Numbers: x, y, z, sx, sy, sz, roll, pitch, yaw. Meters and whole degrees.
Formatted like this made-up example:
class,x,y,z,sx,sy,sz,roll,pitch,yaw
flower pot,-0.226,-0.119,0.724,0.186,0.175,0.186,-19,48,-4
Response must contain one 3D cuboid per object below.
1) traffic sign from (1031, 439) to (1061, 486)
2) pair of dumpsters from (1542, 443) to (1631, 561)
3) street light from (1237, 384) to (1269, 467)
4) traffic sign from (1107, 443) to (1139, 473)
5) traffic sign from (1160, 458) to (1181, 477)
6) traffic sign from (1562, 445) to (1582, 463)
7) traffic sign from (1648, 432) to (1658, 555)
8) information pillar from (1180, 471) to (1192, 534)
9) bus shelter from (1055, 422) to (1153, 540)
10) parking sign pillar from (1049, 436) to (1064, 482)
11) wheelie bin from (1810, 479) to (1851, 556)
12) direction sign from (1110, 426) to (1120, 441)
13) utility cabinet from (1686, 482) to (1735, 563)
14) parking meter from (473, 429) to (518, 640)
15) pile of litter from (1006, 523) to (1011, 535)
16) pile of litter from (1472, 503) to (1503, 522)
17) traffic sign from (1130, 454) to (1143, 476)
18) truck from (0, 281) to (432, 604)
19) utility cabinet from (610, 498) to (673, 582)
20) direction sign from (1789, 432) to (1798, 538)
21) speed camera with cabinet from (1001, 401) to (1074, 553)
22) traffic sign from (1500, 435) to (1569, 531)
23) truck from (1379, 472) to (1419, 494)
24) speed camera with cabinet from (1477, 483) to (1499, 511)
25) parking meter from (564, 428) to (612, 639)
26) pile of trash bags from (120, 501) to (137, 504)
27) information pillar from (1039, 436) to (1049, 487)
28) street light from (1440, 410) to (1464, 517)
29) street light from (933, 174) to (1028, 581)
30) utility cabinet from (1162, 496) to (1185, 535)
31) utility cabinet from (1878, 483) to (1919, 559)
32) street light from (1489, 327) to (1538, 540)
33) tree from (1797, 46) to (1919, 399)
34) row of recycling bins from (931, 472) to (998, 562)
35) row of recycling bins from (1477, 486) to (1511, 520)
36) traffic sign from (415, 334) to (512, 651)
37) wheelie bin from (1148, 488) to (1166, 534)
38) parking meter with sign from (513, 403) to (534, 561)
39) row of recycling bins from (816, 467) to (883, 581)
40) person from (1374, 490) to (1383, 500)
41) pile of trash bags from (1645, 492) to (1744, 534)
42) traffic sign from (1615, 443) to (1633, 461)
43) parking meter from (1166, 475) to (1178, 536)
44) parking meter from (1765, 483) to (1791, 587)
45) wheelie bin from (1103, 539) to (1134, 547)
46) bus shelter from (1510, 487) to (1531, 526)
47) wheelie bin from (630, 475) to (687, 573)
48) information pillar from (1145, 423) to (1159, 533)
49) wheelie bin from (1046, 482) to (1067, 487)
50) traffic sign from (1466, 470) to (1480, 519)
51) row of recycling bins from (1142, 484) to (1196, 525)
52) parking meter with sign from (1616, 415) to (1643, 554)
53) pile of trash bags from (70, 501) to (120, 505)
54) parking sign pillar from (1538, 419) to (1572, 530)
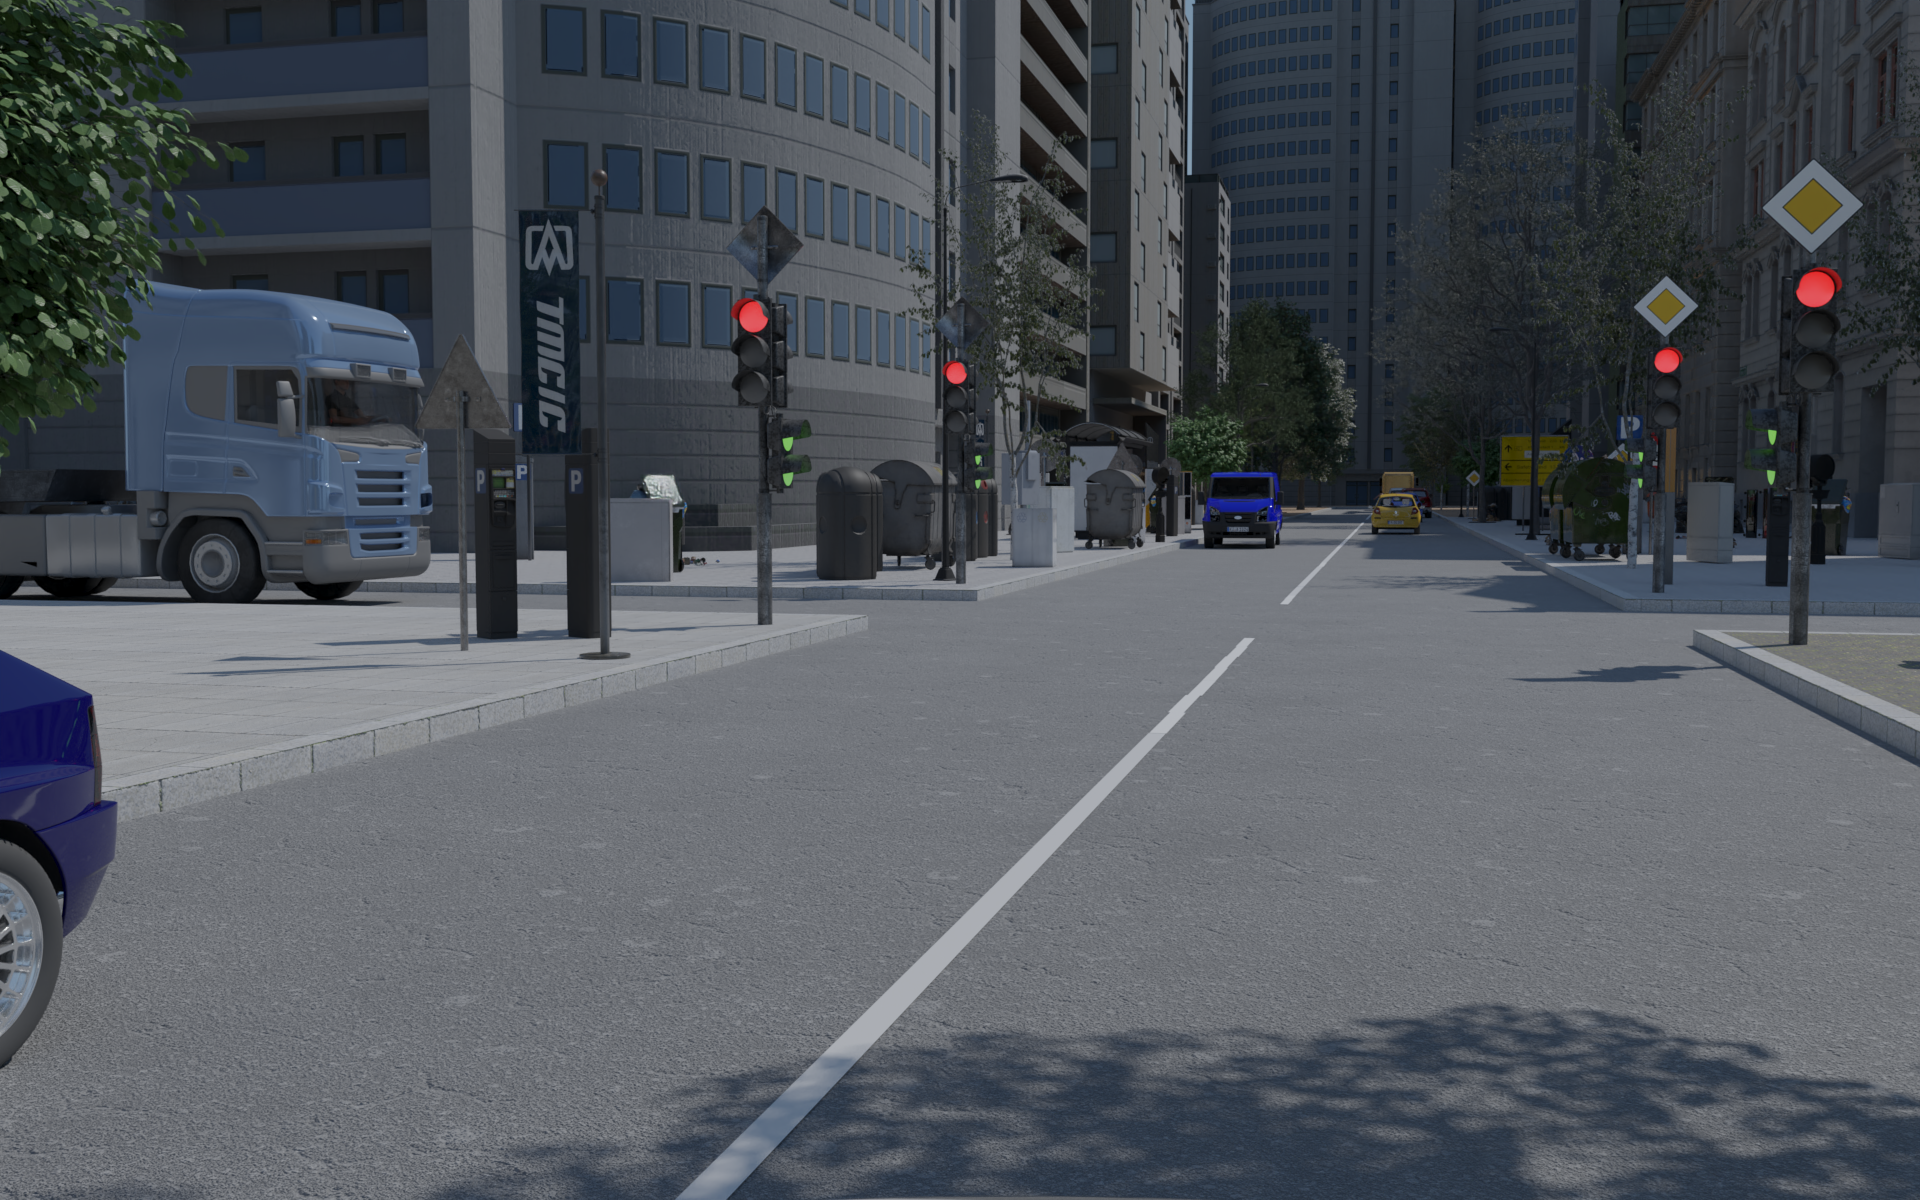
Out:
class,x,y,z,sx,sy,sz,roll,pitch,yaw
traffic sign,1.932,-2.433,39.889,0.768,2.556,0.104,1,4,16
pair of dumpsters,12.703,-1.978,34.840,1.574,2.255,4.437,1,4,14
street light,12.278,-6.150,73.097,1.470,5.913,1.316,1,4,14
traffic sign,4.087,-2.680,43.829,0.884,2.594,0.081,1,4,20
traffic sign,7.328,-3.689,60.426,0.768,2.556,0.104,1,4,21
traffic sign,15.973,-2.736,44.841,0.768,2.556,0.104,1,4,19
traffic sign,14.607,-2.238,36.588,0.884,2.594,0.081,1,4,14
information pillar,7.327,-3.166,56.263,0.304,2.012,0.304,-1,4,-16
bus shelter,4.330,-3.504,51.210,2.014,3.302,5.546,1,4,14
parking sign pillar,4.137,-5.564,79.443,1.447,3.967,1.447,3,5,43
wheelie bin,18.228,-1.739,36.346,0.980,1.594,0.693,3,5,45
direction sign,5.165,-4.020,57.726,0.379,3.537,0.876,-1,4,-16
utility cabinet,14.040,-1.451,32.397,0.318,1.500,1.173,0,4,-4
parking meter,-4.127,-0.592,15.398,0.255,1.863,0.399,-3,4,-39
pile of litter,2.219,-2.474,54.422,1.719,0.858,1.176,-1,4,-13
pile of litter,24.817,-4.127,81.447,1.176,0.858,1.719,-1,4,-8
traffic sign,5.485,-3.399,55.688,0.768,2.556,0.104,1,4,20
truck,-15.638,-2.110,24.261,18.799,4.110,2.967,1,4,16
utility cabinet,-4.744,-0.872,25.418,1.020,1.237,0.306,0,4,-1
direction sign,24.255,-3.556,50.141,0.379,3.537,0.876,1,4,15
speed camera with cabinet,1.695,-2.635,37.413,0.660,3.252,2.038,3,4,37
traffic sign,19.858,-4.041,59.939,2.265,3.308,0.079,1,4,14
truck,38.624,-9.584,152.625,3.469,3.379,9.791,1,4,15
speed camera with cabinet,29.033,-6.095,93.996,2.038,3.252,0.660,-2,4,-29
parking meter,-3.331,-0.599,15.502,0.399,1.863,0.255,3,5,44
pile of trash bags,-40.835,-4.811,88.404,3.447,1.369,1.912,2,4,29
information pillar,3.339,-4.725,68.602,0.504,3.616,0.183,3,5,40
street light,27.095,-7.514,95.391,1.470,5.913,1.316,1,4,14
street light,0.307,-3.233,25.397,1.470,5.913,1.316,1,4,14
utility cabinet,6.727,-2.673,54.865,0.306,1.237,1.020,3,5,40
utility cabinet,18.654,-1.568,34.313,0.318,1.500,1.173,0,4,0
street light,15.416,-4.632,48.268,1.470,5.913,1.316,1,4,14
tree,15.726,-4.712,27.400,4.360,8.622,3.978,0,3,0
row of recycling bins,0.071,-1.674,34.486,1.069,1.692,3.534,1,4,10
row of recycling bins,26.583,-4.765,85.023,3.534,1.692,1.069,-3,5,-44
traffic sign,-4.060,-0.863,14.116,0.884,2.594,0.081,1,4,16
wheelie bin,6.537,-2.967,56.410,0.693,1.594,0.980,1,4,22
parking meter with sign,-8.636,-2.310,34.033,0.543,3.016,1.738,-2,4,-25
row of recycling bins,-1.749,-1.240,27.386,1.069,1.692,3.534,0,4,0
person,34.940,-8.240,143.938,1.217,1.736,0.721,-1,4,-18
pile of trash bags,24.225,-2.914,57.391,1.912,1.369,3.447,-2,4,-31
traffic sign,14.906,-2.314,39.019,0.795,2.450,0.064,1,4,17
parking meter,6.437,-2.864,52.533,0.255,1.863,0.399,2,4,30
parking meter,11.364,-1.122,24.053,0.255,1.863,0.399,1,4,19
wheelie bin,3.822,-2.110,42.412,0.980,1.594,0.693,-2,4,-25
bus shelter,22.563,-4.521,67.847,2.014,3.302,5.546,1,4,14
wheelie bin,-4.960,-1.245,28.270,0.980,1.594,0.693,-3,5,-42
information pillar,6.335,-4.035,57.323,0.504,3.616,0.183,-2,4,-27
wheelie bin,2.528,-2.312,45.710,0.980,1.594,0.693,0,4,-7
traffic sign,24.619,-5.002,82.975,0.795,2.450,0.064,1,4,18
row of recycling bins,8.007,-3.961,71.878,3.534,1.692,1.069,1,4,12
parking meter with sign,14.576,-2.530,37.623,0.543,3.016,1.738,1,4,17
pile of trash bags,-40.953,-4.301,80.079,3.447,1.369,1.912,2,4,29
parking sign pillar,21.167,-4.493,61.938,1.447,3.967,1.447,-1,4,-18
